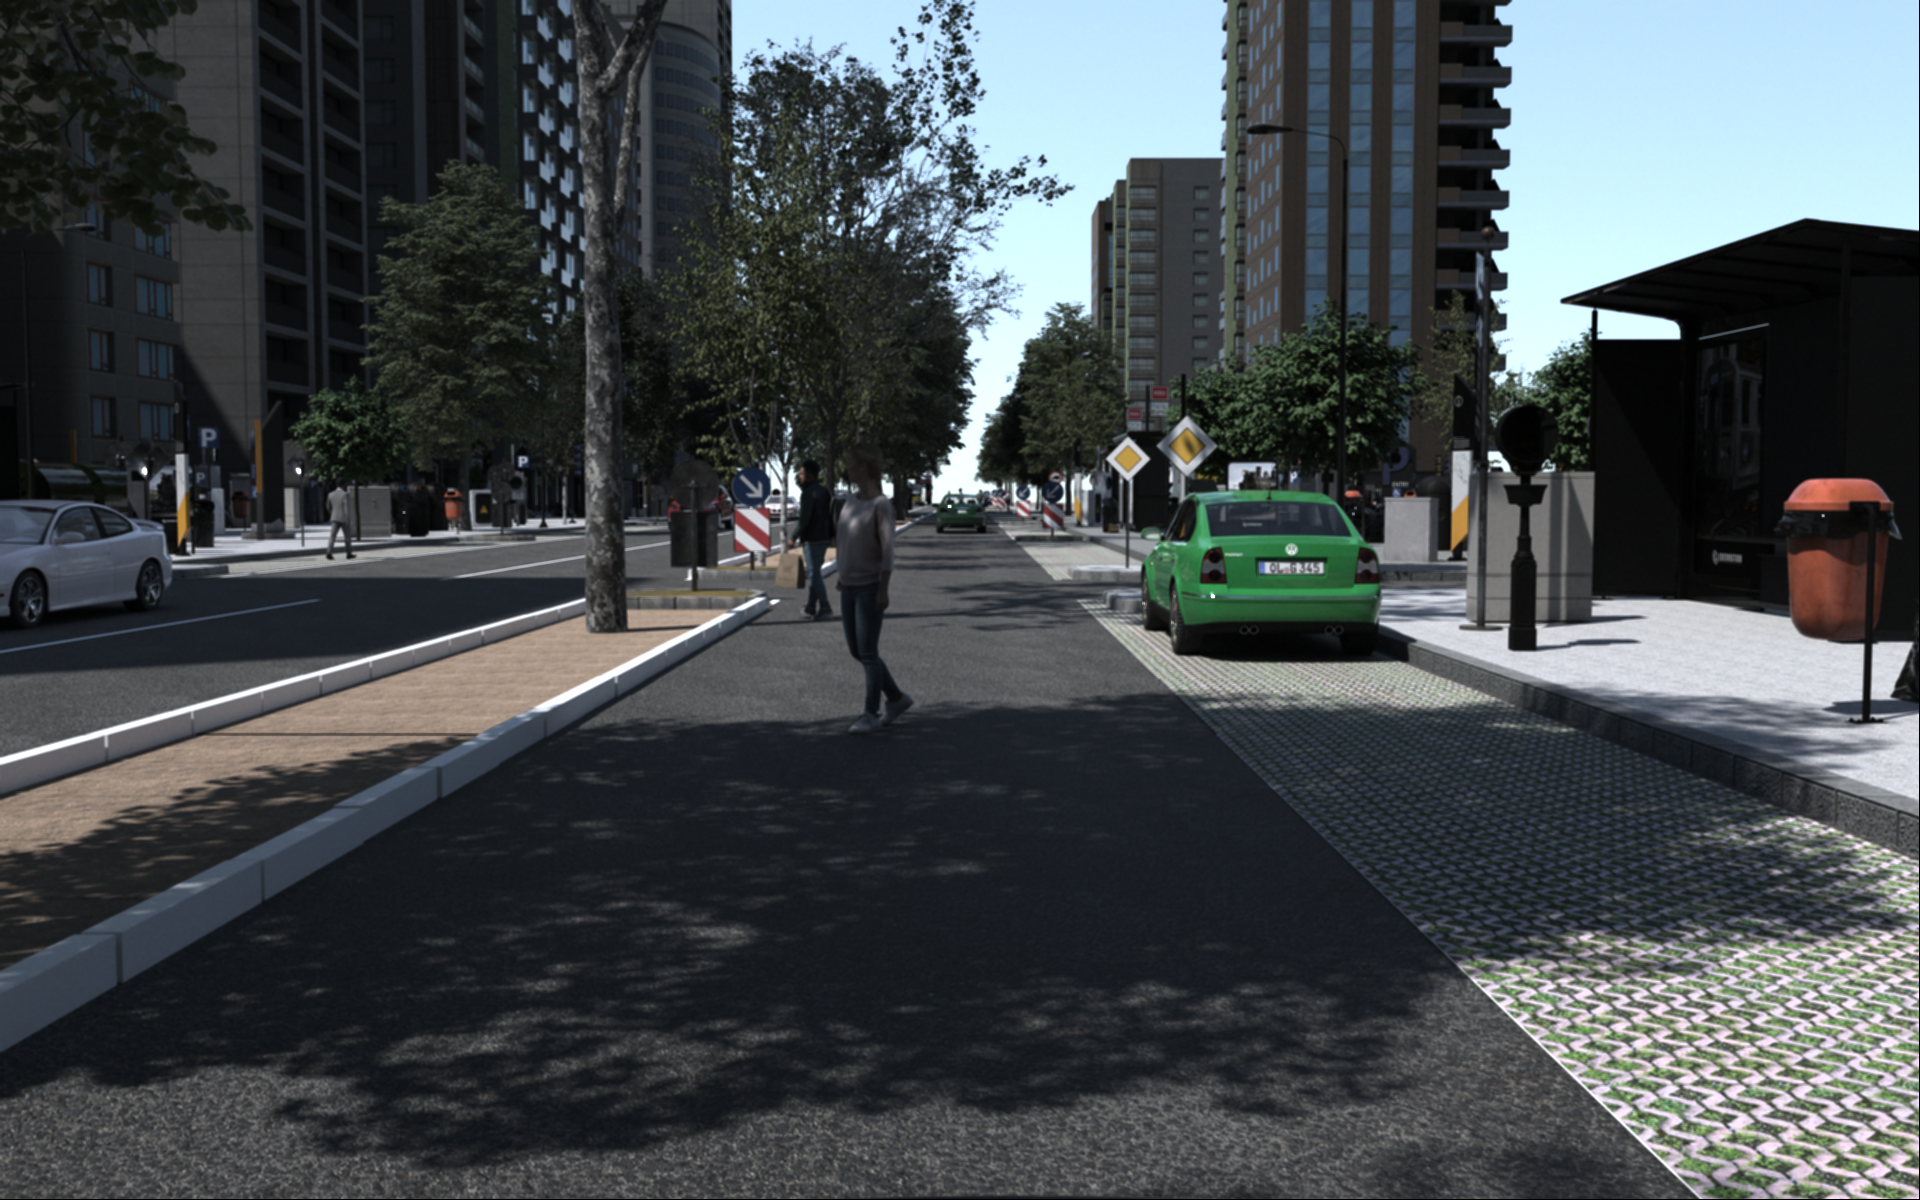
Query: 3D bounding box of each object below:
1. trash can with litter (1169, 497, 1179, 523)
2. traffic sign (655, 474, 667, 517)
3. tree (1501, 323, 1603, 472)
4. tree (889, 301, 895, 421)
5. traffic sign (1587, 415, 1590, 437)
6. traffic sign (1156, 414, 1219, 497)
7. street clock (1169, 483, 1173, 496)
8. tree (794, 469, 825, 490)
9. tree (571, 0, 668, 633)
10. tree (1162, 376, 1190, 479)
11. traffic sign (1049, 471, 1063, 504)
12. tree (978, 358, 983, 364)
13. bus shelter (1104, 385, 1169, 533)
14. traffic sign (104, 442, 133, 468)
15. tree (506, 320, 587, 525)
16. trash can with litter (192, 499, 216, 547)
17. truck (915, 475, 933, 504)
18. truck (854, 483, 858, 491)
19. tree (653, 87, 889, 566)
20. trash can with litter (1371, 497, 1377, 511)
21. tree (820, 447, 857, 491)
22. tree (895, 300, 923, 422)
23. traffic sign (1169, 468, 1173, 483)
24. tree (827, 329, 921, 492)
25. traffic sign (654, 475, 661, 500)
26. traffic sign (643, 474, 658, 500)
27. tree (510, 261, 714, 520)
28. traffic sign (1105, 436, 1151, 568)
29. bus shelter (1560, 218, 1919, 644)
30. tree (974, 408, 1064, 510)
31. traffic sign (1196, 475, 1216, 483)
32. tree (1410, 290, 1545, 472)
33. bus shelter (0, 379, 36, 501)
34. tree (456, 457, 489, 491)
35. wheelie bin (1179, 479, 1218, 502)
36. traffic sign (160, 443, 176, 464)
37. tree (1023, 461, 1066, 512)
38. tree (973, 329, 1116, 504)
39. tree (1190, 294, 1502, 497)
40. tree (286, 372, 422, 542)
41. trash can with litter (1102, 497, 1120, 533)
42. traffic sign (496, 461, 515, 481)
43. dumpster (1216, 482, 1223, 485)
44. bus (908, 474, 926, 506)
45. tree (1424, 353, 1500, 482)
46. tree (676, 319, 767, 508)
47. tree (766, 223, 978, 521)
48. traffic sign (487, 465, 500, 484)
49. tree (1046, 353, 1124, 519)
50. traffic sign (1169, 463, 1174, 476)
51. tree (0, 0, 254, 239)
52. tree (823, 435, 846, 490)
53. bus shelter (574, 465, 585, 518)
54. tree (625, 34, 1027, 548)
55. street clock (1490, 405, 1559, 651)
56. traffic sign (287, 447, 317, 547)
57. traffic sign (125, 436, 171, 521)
[{"bbox_3d":[8.474,-3.600,70.253,0.624,1.170,1.055,-1,4,-16],"label":"trash can with litter"},{"bbox_3d":[-16.384,-5.804,95.004,0.768,2.556,0.104,0,4,8],"label":"traffic sign"},{"bbox_3d":[12.143,-3.037,33.376,4.285,4.588,4.351,0,3,0],"label":"tree"},{"bbox_3d":[-3.723,-5.103,36.247,4.737,8.622,4.395,0,3,0],"label":"tree"},{"bbox_3d":[8.664,-1.398,22.960,0.768,2.556,0.104,0,4,1],"label":"traffic sign"},{"bbox_3d":[2.865,-1.118,21.928,0.795,2.450,0.064,0,4,0],"label":"traffic sign"},{"bbox_3d":[8.614,-4.130,72.096,0.471,2.002,0.358,-1,4,-20],"label":"street clock"},{"bbox_3d":[-15.810,-12.164,182.590,4.285,4.588,4.351,0,3,0],"label":"tree"},{"bbox_3d":[-2.438,-9.668,16.420,12.611,20.169,13.585,0,3,0],"label":"tree"},{"bbox_3d":[6.091,-3.412,39.499,4.285,4.588,4.351,0,3,0],"label":"tree"},{"bbox_3d":[5.243,-5.810,95.098,0.768,2.556,0.104,0,4,3],"label":"traffic sign"},{"bbox_3d":[-3.261,-11.171,91.763,9.857,13.997,8.962,0,3,0],"label":"tree"},{"bbox_3d":[6.644,-5.137,61.619,2.179,5.291,8.768,0,4,0],"label":"bus shelter"},{"bbox_3d":[-20.425,-2.567,42.078,0.768,2.556,0.104,0,4,6],"label":"traffic sign"},{"bbox_3d":[-16.879,-7.484,72.726,4.360,8.622,3.978,0,3,0],"label":"tree"},{"bbox_3d":[-18.263,-1.854,41.702,0.624,1.170,1.055,-1,4,-22],"label":"trash can with litter"},{"bbox_3d":[-5.366,-16.268,254.888,2.839,4.237,11.283,0,4,0],"label":"truck"},{"bbox_3d":[-10.366,-12.957,201.606,2.967,4.110,18.799,0,4,0],"label":"truck"},{"bbox_3d":[-3.642,-4.807,31.419,4.737,8.622,4.395,0,3,0],"label":"tree"},{"bbox_3d":[17.936,-3.923,75.530,0.624,1.170,1.055,-2,4,-32],"label":"trash can with litter"},{"bbox_3d":[-16.191,-20.543,252.880,9.611,12.733,9.660,0,3,0],"label":"tree"},{"bbox_3d":[-3.103,-6.219,54.505,4.737,8.622,4.395,0,3,0],"label":"tree"},{"bbox_3d":[7.928,-3.959,66.862,0.606,2.300,0.079,1,4,8],"label":"traffic sign"},{"bbox_3d":[-3.601,-7.360,73.161,4.360,8.622,3.978,0,3,0],"label":"tree"},{"bbox_3d":[-17.871,-6.299,103.099,0.768,2.556,0.104,0,4,3],"label":"traffic sign"},{"bbox_3d":[-18.042,-6.184,101.115,0.884,2.594,0.081,0,4,3],"label":"traffic sign"},{"bbox_3d":[-16.897,-10.297,85.362,9.611,12.733,9.660,0,3,0],"label":"tree"},{"bbox_3d":[2.894,-1.607,29.913,0.795,2.450,0.064,0,4,0],"label":"traffic sign"},{"bbox_3d":[8.072,-1.627,17.892,1.731,3.624,6.357,0,4,0],"label":"bus shelter"},{"bbox_3d":[6.315,-14.345,168.949,8.767,10.594,7.601,-1,4,-20],"label":"tree"},{"bbox_3d":[8.544,-3.696,54.302,2.265,3.308,0.079,0,4,6],"label":"traffic sign"},{"bbox_3d":[18.178,-6.810,61.699,4.737,8.622,4.395,0,3,0],"label":"tree"},{"bbox_3d":[-20.404,-2.592,33.654,1.731,3.624,6.357,0,3,0],"label":"bus shelter"},{"bbox_3d":[-24.821,-5.782,89.138,1.663,3.219,1.824,0,3,0],"label":"tree"},{"bbox_3d":[5.058,-1.750,36.514,0.980,1.594,0.693,-2,4,-24],"label":"wheelie bin"},{"bbox_3d":[-19.720,-2.637,43.226,0.768,2.556,0.104,0,4,1],"label":"traffic sign"},{"bbox_3d":[6.262,-8.800,127.590,4.285,4.588,4.351,0,3,0],"label":"tree"},{"bbox_3d":[6.434,-12.267,117.574,9.611,12.733,9.660,0,3,0],"label":"tree"},{"bbox_3d":[6.167,-2.748,28.650,4.285,4.588,4.351,0,3,0],"label":"tree"},{"bbox_3d":[-16.346,-3.860,46.827,4.285,4.588,4.351,0,3,0],"label":"tree"},{"bbox_3d":[5.074,-2.817,57.447,0.624,1.170,1.055,-1,4,-11],"label":"trash can with litter"},{"bbox_3d":[-17.678,-4.116,67.395,0.768,2.556,0.104,0,4,8],"label":"traffic sign"},{"bbox_3d":[7.733,-2.724,47.038,1.502,2.255,1.985,0,4,0],"label":"dumpster"},{"bbox_3d":[-5.757,-13.630,214.403,2.896,3.916,12.252,0,4,1],"label":"bus"},{"bbox_3d":[26.424,-8.653,91.833,4.360,8.622,3.978,0,3,0],"label":"tree"},{"bbox_3d":[-16.261,-13.204,122.534,9.857,13.997,8.962,0,3,0],"label":"tree"},{"bbox_3d":[-3.812,-10.480,80.459,9.857,13.997,8.962,0,3,0],"label":"tree"},{"bbox_3d":[-20.693,-4.711,77.125,0.768,2.556,0.104,0,4,4],"label":"traffic sign"},{"bbox_3d":[6.180,-8.552,90.193,4.737,8.622,4.395,0,3,0],"label":"tree"},{"bbox_3d":[8.023,-4.151,67.978,0.768,2.556,0.104,0,4,1],"label":"traffic sign"},{"bbox_3d":[-3.573,-5.116,4.226,7.486,12.596,7.792,0,3,0],"label":"tree"},{"bbox_3d":[-15.391,-17.477,220.168,8.767,10.594,7.601,2,4,28],"label":"tree"},{"bbox_3d":[-19.449,-6.291,94.148,1.731,3.624,6.357,0,4,0],"label":"bus shelter"},{"bbox_3d":[-3.444,-8.125,45.671,12.009,13.543,11.850,0,3,0],"label":"tree"},{"bbox_3d":[4.619,-0.587,14.171,0.471,2.002,0.358,0,4,6],"label":"street clock"},{"bbox_3d":[-16.010,-2.505,42.143,0.795,2.450,0.064,1,4,9],"label":"traffic sign"},{"bbox_3d":[-14.050,-1.612,29.995,0.795,2.450,0.064,0,4,0],"label":"traffic sign"}]
